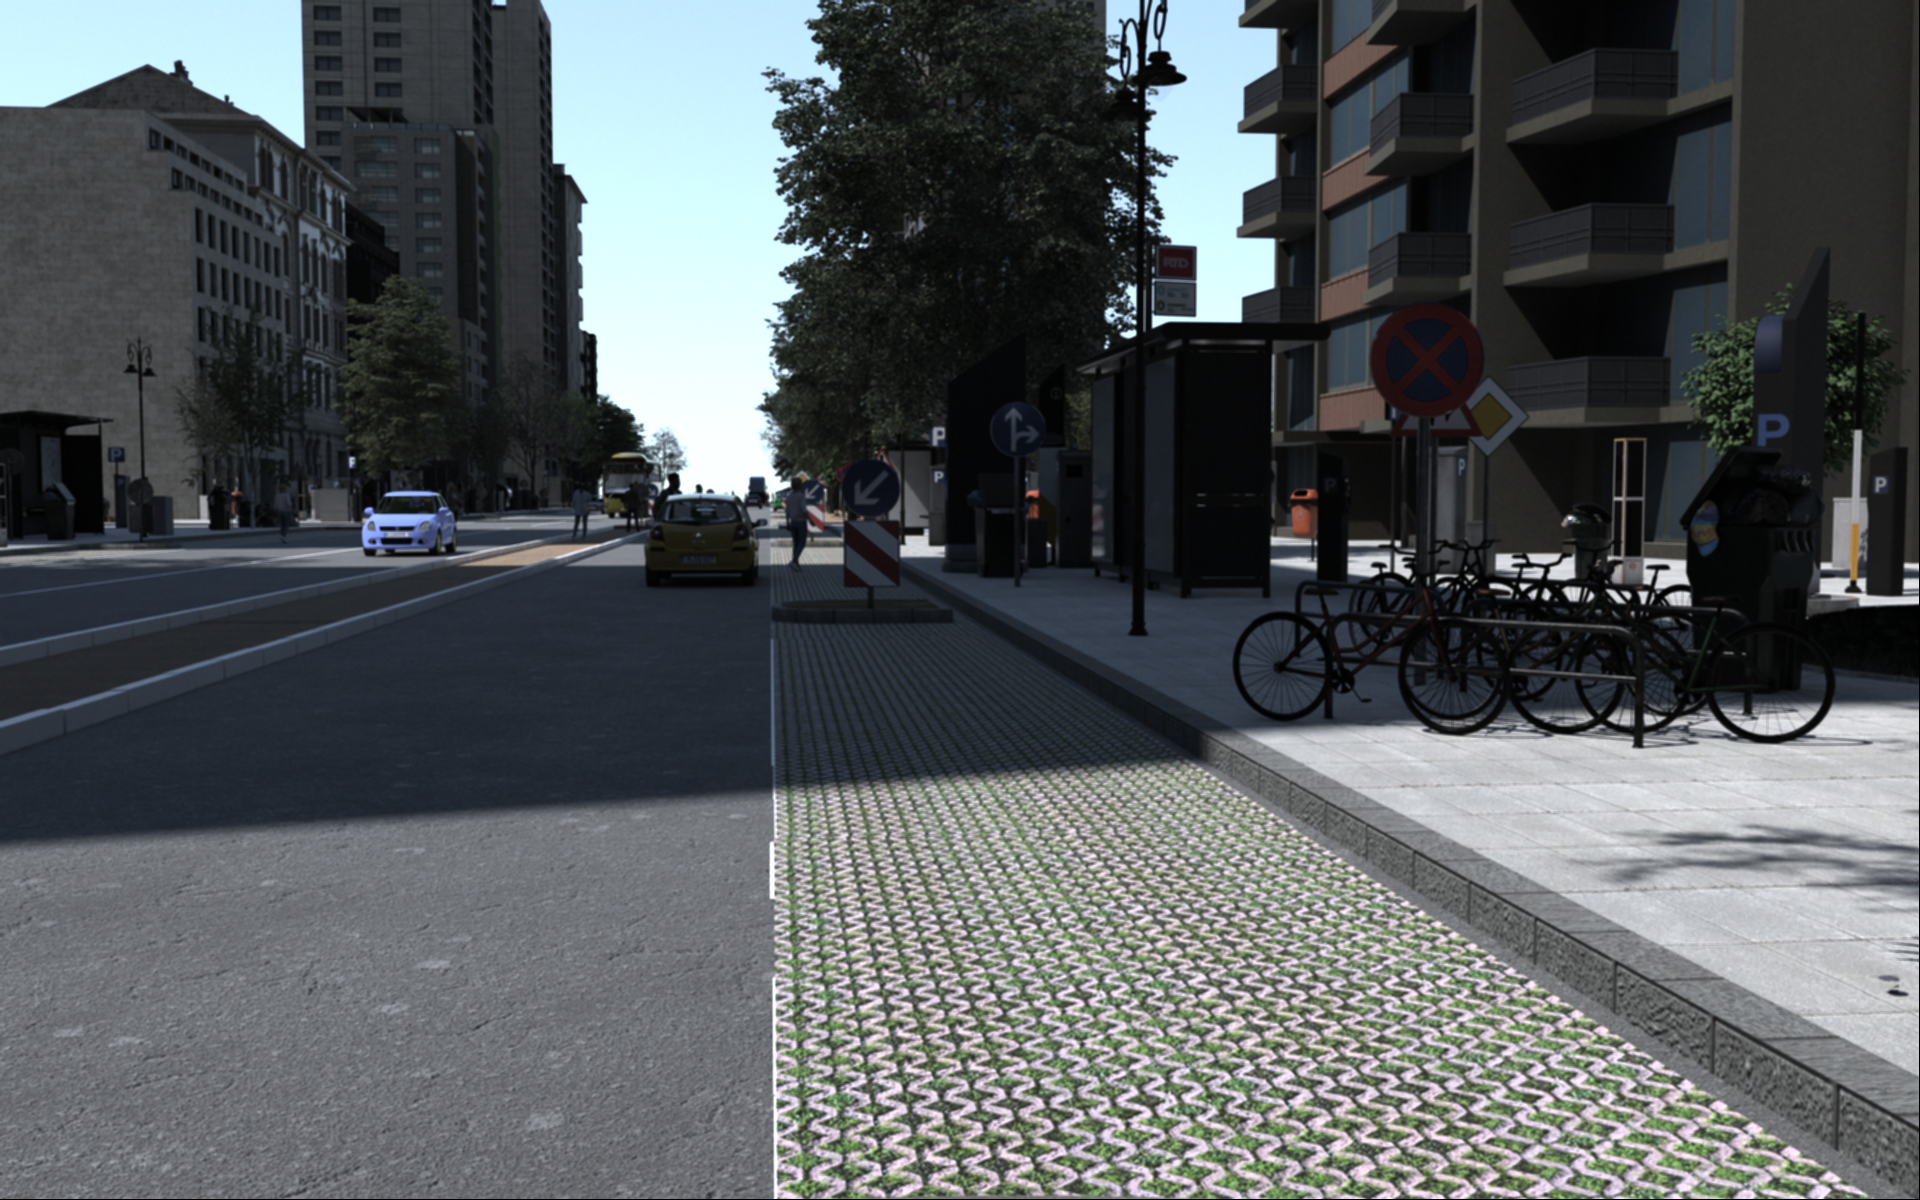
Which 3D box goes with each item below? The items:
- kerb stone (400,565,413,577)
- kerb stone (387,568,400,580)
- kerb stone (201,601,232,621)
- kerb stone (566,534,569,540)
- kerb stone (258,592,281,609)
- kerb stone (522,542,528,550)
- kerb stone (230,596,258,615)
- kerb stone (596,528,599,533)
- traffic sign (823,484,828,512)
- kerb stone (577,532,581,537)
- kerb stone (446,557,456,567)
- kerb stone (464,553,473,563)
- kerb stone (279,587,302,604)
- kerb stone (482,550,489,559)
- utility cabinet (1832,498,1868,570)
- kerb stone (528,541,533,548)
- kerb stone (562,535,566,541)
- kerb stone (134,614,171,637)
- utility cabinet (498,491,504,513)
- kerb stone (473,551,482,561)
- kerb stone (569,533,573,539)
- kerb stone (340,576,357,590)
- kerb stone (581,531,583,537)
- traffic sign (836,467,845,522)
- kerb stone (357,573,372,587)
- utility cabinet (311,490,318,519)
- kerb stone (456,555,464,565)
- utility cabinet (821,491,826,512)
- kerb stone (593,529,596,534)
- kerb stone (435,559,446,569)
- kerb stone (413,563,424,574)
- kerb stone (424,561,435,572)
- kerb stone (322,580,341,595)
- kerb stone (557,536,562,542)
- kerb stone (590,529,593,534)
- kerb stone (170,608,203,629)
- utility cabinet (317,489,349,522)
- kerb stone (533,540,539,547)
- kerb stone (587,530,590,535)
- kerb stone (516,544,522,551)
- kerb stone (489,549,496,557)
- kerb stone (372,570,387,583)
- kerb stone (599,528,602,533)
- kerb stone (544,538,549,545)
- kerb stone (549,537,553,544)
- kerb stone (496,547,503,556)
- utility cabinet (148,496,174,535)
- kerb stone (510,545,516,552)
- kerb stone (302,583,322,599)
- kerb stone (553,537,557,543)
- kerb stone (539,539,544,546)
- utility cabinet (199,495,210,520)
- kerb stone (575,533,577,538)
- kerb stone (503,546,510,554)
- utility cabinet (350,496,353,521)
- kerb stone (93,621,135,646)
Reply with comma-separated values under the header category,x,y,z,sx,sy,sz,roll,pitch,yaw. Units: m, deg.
category,x,y,z,sx,sy,sz,roll,pitch,yaw
kerb stone,-9.674,-0.475,29.966,0.120,0.150,1.000,0,4,-6
kerb stone,-9.569,-0.410,28.940,0.120,0.150,1.000,0,4,-6
kerb stone,-8.561,0.152,19.772,0.120,0.150,1.000,0,4,-6
kerb stone,-12.246,-1.910,53.431,0.120,0.150,1.000,0,4,-6
kerb stone,-8.784,0.024,21.809,0.120,0.150,1.000,0,4,-6
kerb stone,-11.241,-1.343,44.254,0.120,0.150,1.000,0,4,-6
kerb stone,-8.675,0.086,20.793,0.120,0.150,1.000,0,4,-6
kerb stone,-13.248,-2.473,62.631,0.120,0.150,1.000,0,4,-6
traffic sign,-9.453,-7.519,122.945,0.884,2.594,0.081,0,4,-2
kerb stone,-12.579,-2.098,56.500,0.120,0.150,1.000,0,4,-6
kerb stone,-10.119,-0.723,34.058,0.120,0.150,1.000,0,4,-6
kerb stone,-10.349,-0.850,36.090,0.120,0.150,1.000,0,4,-6
kerb stone,-8.904,-0.039,22.825,0.120,0.150,1.000,0,4,-6
kerb stone,-10.568,-0.974,38.133,0.120,0.150,1.000,0,4,-6
utility cabinet,15.317,-1.121,29.488,0.306,1.237,1.020,-1,4,-9
kerb stone,-11.349,-1.412,45.285,0.120,0.150,1.000,0,4,-6
kerb stone,-12.135,-1.848,52.414,0.120,0.150,1.000,0,4,-6
kerb stone,-8.339,0.274,17.722,0.120,0.150,1.000,0,4,-6
utility cabinet,-31.302,-6.691,118.083,0.318,1.500,1.173,-1,4,-13
kerb stone,-10.451,-0.911,37.112,0.120,0.150,1.000,0,4,-6
kerb stone,-12.346,-1.970,54.448,0.120,0.150,1.000,0,4,-6
kerb stone,-9.232,-0.225,25.880,0.120,0.150,1.000,0,4,-6
kerb stone,-12.690,-2.160,57.519,0.120,0.150,1.000,0,4,-6
traffic sign,-5.288,-4.828,79.038,0.768,2.556,0.104,0,4,-2
kerb stone,-9.347,-0.285,26.896,0.120,0.150,1.000,0,4,-6
utility cabinet,-32.641,-4.835,87.731,0.318,1.500,1.173,-2,4,-29
kerb stone,-10.240,-0.788,35.074,0.120,0.150,1.000,0,4,-6
utility cabinet,-9.625,-6.931,122.005,0.318,1.500,1.173,-1,4,-9
kerb stone,-13.144,-2.411,61.613,0.120,0.150,1.000,0,4,-6
kerb stone,-10.010,-0.663,33.036,0.120,0.150,1.000,0,4,-6
kerb stone,-9.791,-0.537,30.983,0.120,0.150,1.000,0,4,-6
kerb stone,-9.906,-0.600,32.002,0.120,0.150,1.000,0,4,-6
kerb stone,-9.115,-0.163,24.862,0.120,0.150,1.000,0,4,-6
kerb stone,-12.019,-1.786,51.398,0.120,0.150,1.000,0,4,-6
kerb stone,-13.028,-2.348,60.586,0.120,0.150,1.000,0,4,-6
kerb stone,-8.451,0.213,18.748,0.120,0.150,1.000,0,4,-6
utility cabinet,-28.312,-4.262,78.363,1.173,1.500,0.318,-1,4,-17
kerb stone,-11.459,-1.475,46.318,0.120,0.150,1.000,0,4,-6
kerb stone,-12.918,-2.285,59.561,0.120,0.150,1.000,0,4,-6
kerb stone,-11.124,-1.286,43.238,0.120,0.150,1.000,0,4,-6
kerb stone,-10.686,-1.037,39.156,0.120,0.150,1.000,0,4,-6
kerb stone,-9.449,-0.350,27.914,0.120,0.150,1.000,0,4,-6
kerb stone,-13.354,-2.536,63.656,0.120,0.150,1.000,0,4,-6
kerb stone,-11.683,-1.599,48.350,0.120,0.150,1.000,0,4,-6
kerb stone,-11.800,-1.662,49.365,0.120,0.150,1.000,0,4,-6
kerb stone,-10.796,-1.099,40.172,0.120,0.150,1.000,0,4,-6
utility cabinet,-25.009,-2.633,54.209,1.020,1.237,0.306,3,4,37
kerb stone,-11.022,-1.225,42.218,0.120,0.150,1.000,0,4,-6
kerb stone,-9.010,-0.101,23.842,0.120,0.150,1.000,0,4,-6
kerb stone,-11.917,-1.724,50.381,0.120,0.150,1.000,0,4,-6
kerb stone,-11.572,-1.538,47.334,0.120,0.150,1.000,0,4,-6
utility cabinet,-37.652,-4.612,86.563,1.020,1.237,0.306,3,5,45
kerb stone,-12.469,-2.031,55.483,0.120,0.150,1.000,0,4,-6
kerb stone,-10.908,-1.159,41.202,0.120,0.150,1.000,0,4,-6
utility cabinet,-29.030,-4.348,82.250,0.306,1.237,1.020,-1,4,-15
kerb stone,-8.226,0.336,16.705,0.120,0.150,1.000,0,4,-6
